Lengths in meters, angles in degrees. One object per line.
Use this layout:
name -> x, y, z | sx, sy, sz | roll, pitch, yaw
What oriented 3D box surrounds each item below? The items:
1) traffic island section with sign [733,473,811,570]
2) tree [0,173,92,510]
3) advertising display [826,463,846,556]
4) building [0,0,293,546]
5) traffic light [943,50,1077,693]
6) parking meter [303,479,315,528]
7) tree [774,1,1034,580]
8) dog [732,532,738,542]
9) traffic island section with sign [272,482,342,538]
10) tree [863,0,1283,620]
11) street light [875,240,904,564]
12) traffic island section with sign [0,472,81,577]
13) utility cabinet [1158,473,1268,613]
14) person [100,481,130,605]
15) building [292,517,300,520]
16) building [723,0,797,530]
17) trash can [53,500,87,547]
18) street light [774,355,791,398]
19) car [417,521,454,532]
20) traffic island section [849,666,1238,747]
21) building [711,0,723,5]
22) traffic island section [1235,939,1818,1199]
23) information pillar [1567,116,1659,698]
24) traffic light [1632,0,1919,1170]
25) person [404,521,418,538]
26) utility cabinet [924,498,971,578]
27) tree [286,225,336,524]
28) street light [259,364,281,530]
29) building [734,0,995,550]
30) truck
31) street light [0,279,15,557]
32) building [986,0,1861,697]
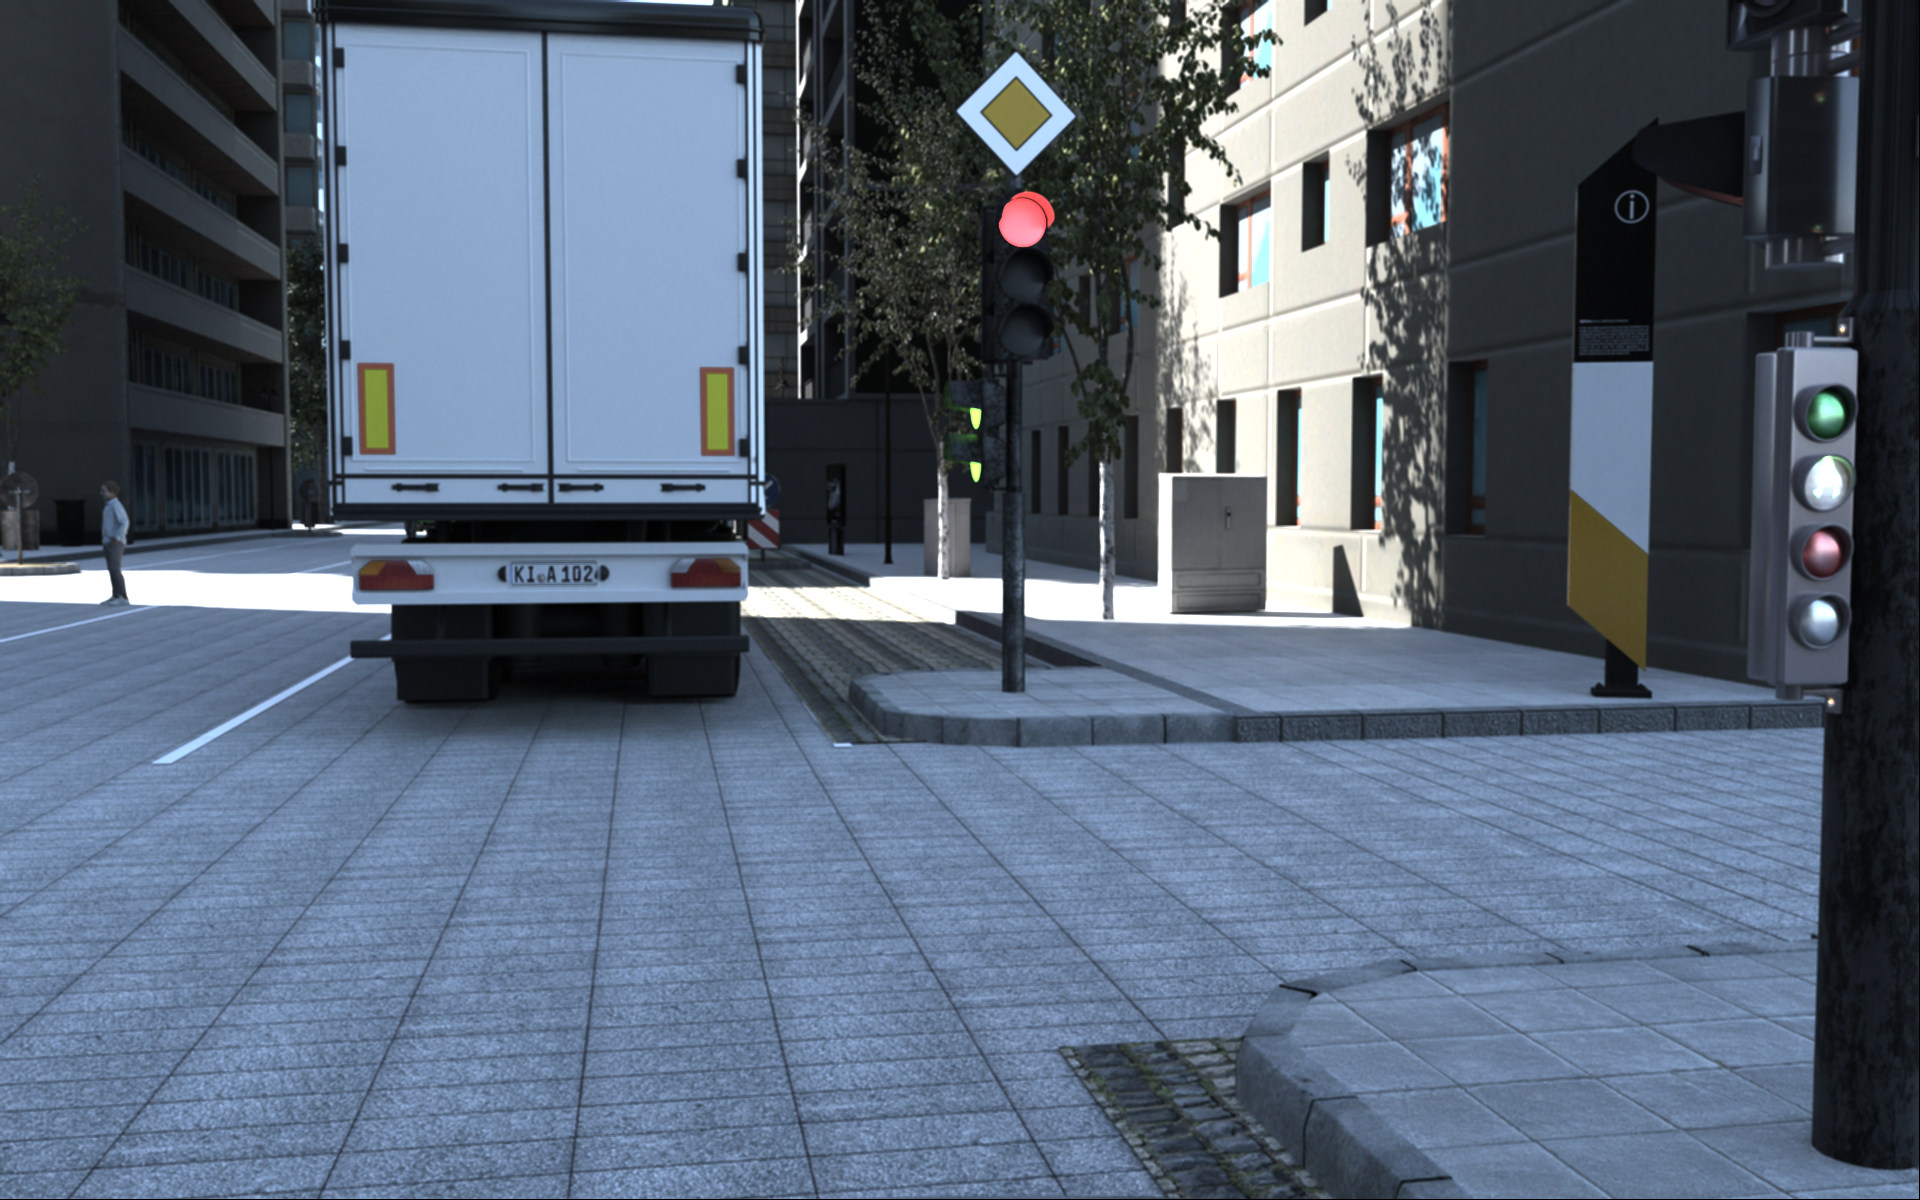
traffic island section with sign -> -3.958, -1.516, 33.419 | 1.989, 1.847, 2.006 | -1, 4, -10
tree -> -21.813, -5.437, 39.264 | 4.737, 8.622, 4.395 | 0, 3, 0
advertising display -> -2.609, -1.912, 36.477 | 0.123, 1.923, 0.974 | -1, 4, -22
building -> -33.307, -26.096, 50.374 | 21.300, 48.544, 21.600 | -1, 4, -10
traffic light -> 0.329, -1.359, 11.145 | 0.839, 4.253, 0.868 | -1, 4, -10
parking meter -> -24.776, -3.681, 65.890 | 0.399, 1.863, 0.255 | 0, 4, 2
tree -> -0.437, -4.599, 25.564 | 4.360, 8.622, 3.978 | 0, 3, 0
dog -> -6.222, -1.626, 46.782 | 0.550, 0.427, 0.748 | -3, 4, -36
traffic island section with sign -> -21.803, -3.017, 57.955 | 1.989, 1.847, 2.006 | -1, 4, -10
tree -> 1.271, -4.102, 17.433 | 4.737, 8.622, 4.395 | 0, 3, 0
street light -> -1.323, -3.608, 31.781 | 0.468, 5.910, 1.993 | -1, 4, -10
traffic island section with sign -> -16.946, -1.364, 30.932 | 1.989, 1.847, 2.006 | -1, 4, -10
utility cabinet -> 2.735, -0.612, 18.686 | 1.173, 1.500, 0.318 | -1, 4, -22
person -> -10.991, -0.744, 22.476 | 0.330, 1.601, 0.589 | -2, 4, -34
building -> -43.038, -29.079, 95.051 | 23.786, 49.044, 30.456 | -1, 4, -10
building -> -3.089, -23.862, 73.735 | 14.154, 41.232, 14.086 | -1, 4, -10
trash can -> -21.777, -1.881, 42.405 | 0.748, 1.137, 0.748 | 0, 3, 0
street light -> -5.925, -5.204, 57.870 | 0.468, 5.910, 1.993 | -1, 4, -10
car -> -19.957, -3.554, 66.911 | 1.959, 1.807, 4.718 | -1, 4, -12
traffic island section -> 0.370, 0.674, 11.266 | 2.009, 0.180, 2.903 | -1, 4, -10
building -> -9.670, -32.255, 146.974 | 23.786, 49.044, 30.456 | -1, 4, -10
traffic island section -> 1.784, 1.154, 3.407 | 2.009, 0.180, 2.903 | -1, 4, -10
information pillar -> 4.116, -1.196, 10.903 | 0.504, 3.616, 0.183 | 1, 4, 12
traffic light -> -0.300, -1.719, 2.777 | 4.771, 5.953, 1.251 | -1, 4, -10
person -> -13.479, -2.073, 42.492 | 0.679, 1.850, 0.850 | 0, 3, 0
utility cabinet -> -0.210, -0.969, 27.011 | 0.306, 1.237, 1.020 | -2, 4, -29
tree -> -27.452, -9.619, 74.279 | 9.611, 12.733, 9.660 | 0, 3, 0
street light -> -24.511, -5.432, 61.604 | 0.468, 5.910, 1.993 | -1, 4, -10
building -> 4.182, -37.319, 48.418 | 20.563, 71.187, 20.611 | -1, 4, -10
truck -> -3.290, -1.615, 15.321 | 2.839, 4.237, 11.283 | -1, 4, -10
street light -> -19.792, -3.831, 35.427 | 0.468, 5.910, 1.993 | -1, 4, -10
building -> 17.235, -11.090, 26.357 | 28.899, 21.520, 27.650 | -1, 4, -10
